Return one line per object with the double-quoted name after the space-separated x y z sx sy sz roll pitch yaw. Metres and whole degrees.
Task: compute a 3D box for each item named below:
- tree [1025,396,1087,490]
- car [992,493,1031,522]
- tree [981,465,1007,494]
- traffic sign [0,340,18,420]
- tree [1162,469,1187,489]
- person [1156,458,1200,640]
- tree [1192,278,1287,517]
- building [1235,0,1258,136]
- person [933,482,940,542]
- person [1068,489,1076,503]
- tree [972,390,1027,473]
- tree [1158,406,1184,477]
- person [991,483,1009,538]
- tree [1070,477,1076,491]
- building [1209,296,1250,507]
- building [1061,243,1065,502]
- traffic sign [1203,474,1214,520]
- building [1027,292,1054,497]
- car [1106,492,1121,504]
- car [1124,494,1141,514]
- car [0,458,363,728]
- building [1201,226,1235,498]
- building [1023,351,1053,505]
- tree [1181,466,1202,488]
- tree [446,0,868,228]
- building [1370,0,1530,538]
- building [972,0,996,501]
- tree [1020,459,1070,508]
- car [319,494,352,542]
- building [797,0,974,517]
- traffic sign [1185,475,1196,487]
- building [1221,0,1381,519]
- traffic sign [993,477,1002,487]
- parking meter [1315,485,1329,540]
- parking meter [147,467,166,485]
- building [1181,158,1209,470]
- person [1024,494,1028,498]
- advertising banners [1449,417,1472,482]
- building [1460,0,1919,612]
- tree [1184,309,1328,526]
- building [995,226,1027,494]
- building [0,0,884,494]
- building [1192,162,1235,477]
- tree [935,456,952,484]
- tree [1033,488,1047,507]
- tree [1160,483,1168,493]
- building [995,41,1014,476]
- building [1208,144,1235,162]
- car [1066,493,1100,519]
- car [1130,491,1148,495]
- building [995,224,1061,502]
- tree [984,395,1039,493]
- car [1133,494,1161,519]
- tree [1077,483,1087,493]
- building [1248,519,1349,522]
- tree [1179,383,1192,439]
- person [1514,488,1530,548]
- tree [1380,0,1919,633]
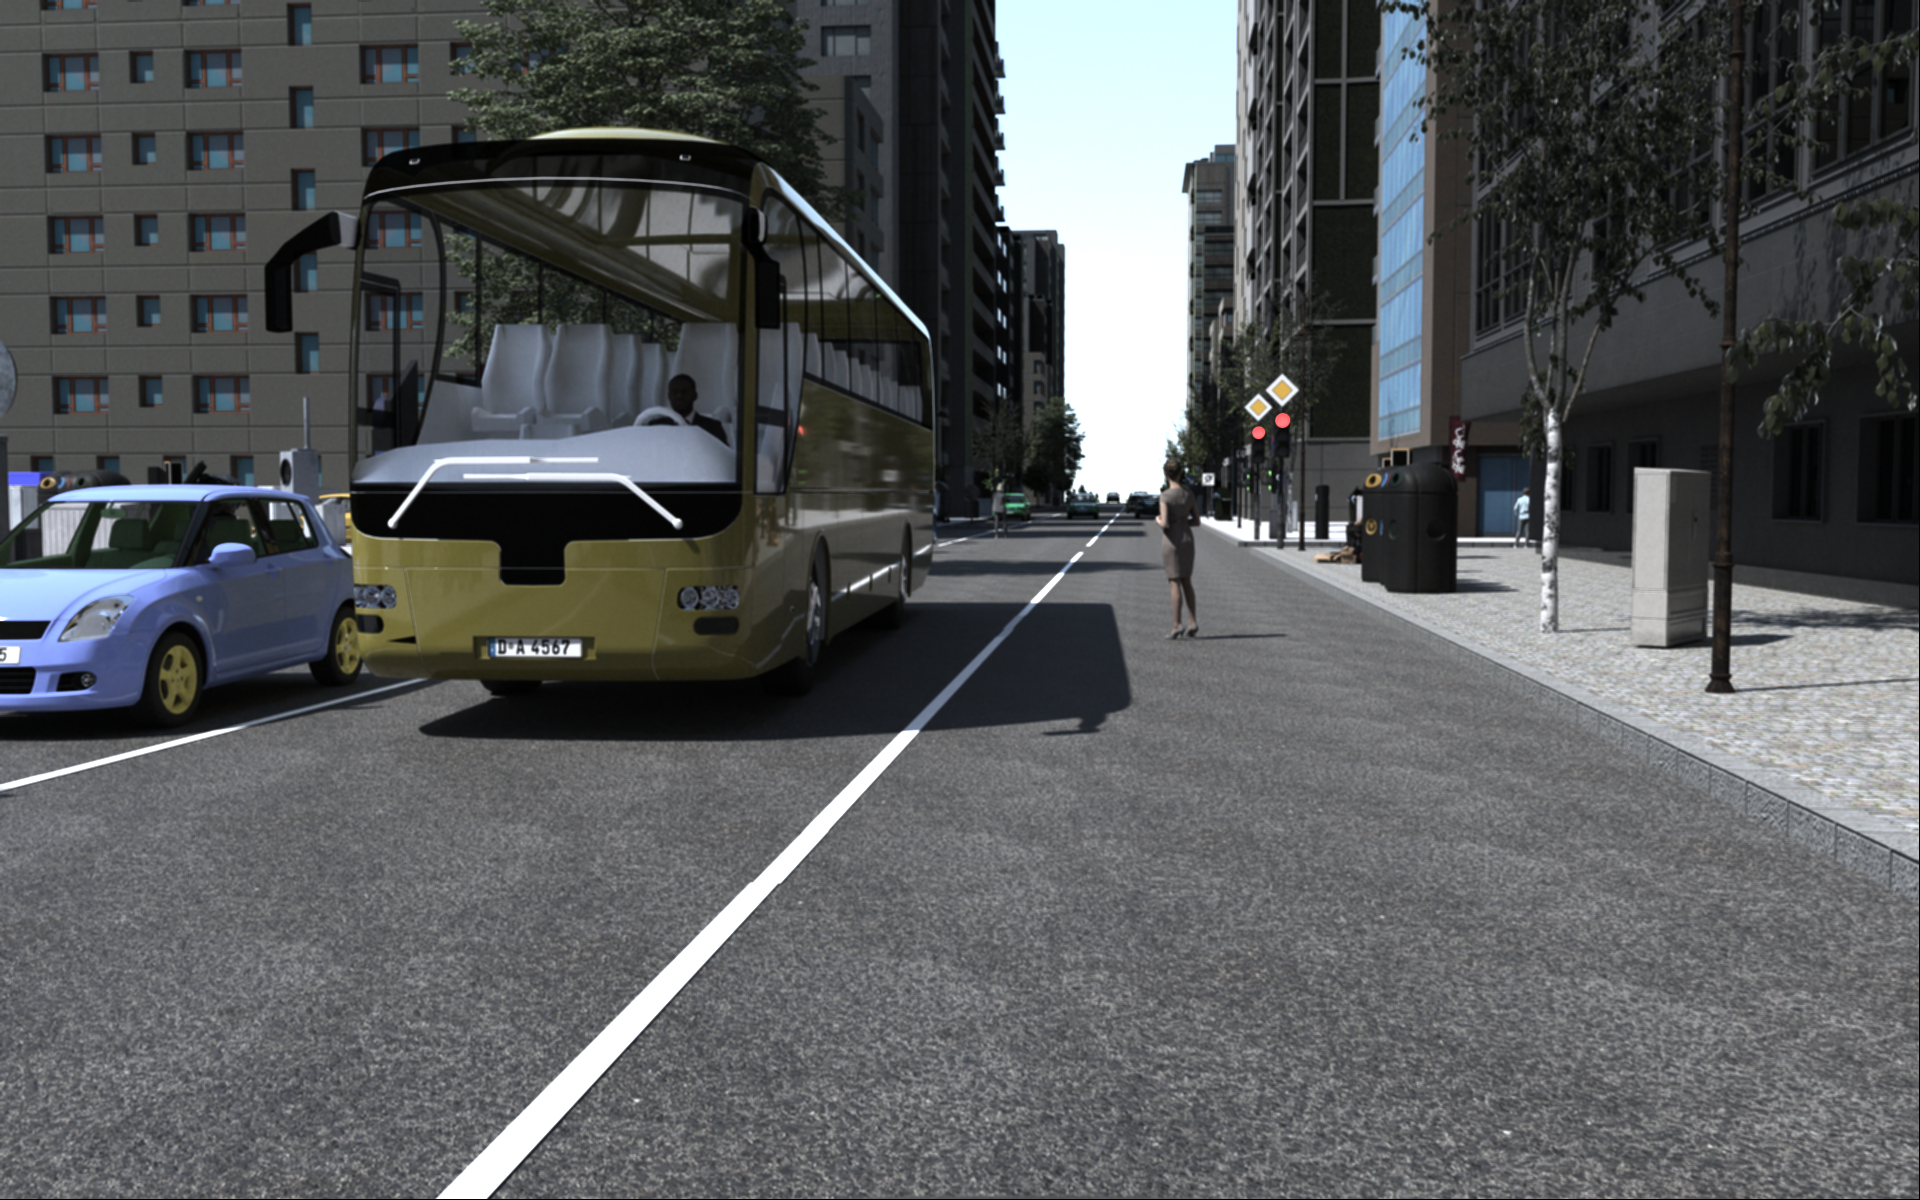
11.411 -17.269 200.477 7.486 12.596 7.792 0 3 0 "tree"
2.734 -5.054 91.430 1.959 1.807 4.718 0 4 7 "car"
2.480 -7.389 115.416 1.663 3.219 1.824 0 3 0 "tree"
-7.651 -0.816 13.451 0.768 2.556 0.104 1 4 13 "traffic sign"
23.679 -12.591 189.581 4.285 4.588 4.351 0 3 0 "tree"
2.136 -0.505 17.090 0.599 1.781 0.374 -2 4 -35 "person"
10.715 -6.526 57.058 4.360 8.622 3.978 0 3 0 "tree"
35.784 -33.421 135.677 28.713 52.752 27.495 0 4 6 "building"
-0.775 -2.606 51.369 0.793 1.790 0.793 -1 4 -12 "person"
7.436 -6.387 113.276 0.623 1.781 0.721 -1 4 -23 "person"
2.585 -10.468 121.514 4.360 8.622 3.978 0 3 0 "tree"
17.783 -10.976 129.828 4.737 8.622 4.395 0 3 0 "tree"
1.283 -2.904 56.162 0.537 1.800 0.526 2 4 26 "person"
13.162 -14.526 221.214 4.285 4.588 4.351 0 3 0 "tree"
38.222 -19.549 164.672 27.650 21.520 28.899 0 4 6 "building"
9.392 -36.201 275.472 14.154 41.232 14.086 0 4 6 "building"
12.304 -5.118 85.810 0.606 2.300 0.079 1 4 12 "traffic sign"
6.025 -29.085 247.243 14.160 30.474 14.107 0 4 6 "building"
23.385 -15.649 264.528 2.281 1.827 5.304 0 4 5 "car"
13.137 -7.228 127.963 2.009 1.686 4.222 0 4 6 "car"
-5.518 -0.134 11.775 1.945 1.707 3.694 0 4 5 "car"
33.183 -25.440 187.652 14.160 30.474 14.107 0 4 6 "building"
-2.339 -23.336 226.575 27.650 21.520 28.899 0 4 6 "building"
16.093 -7.680 120.168 1.663 3.219 1.824 0 3 0 "tree"
-5.396 -6.916 31.198 7.486 12.596 7.792 0 3 0 "tree"
21.469 -24.786 55.355 14.200 45.320 14.600 0 4 6 "building"
-8.679 -31.368 136.566 21.300 48.544 21.600 0 4 6 "building"
7.228 -10.887 161.709 4.285 4.588 4.351 0 3 0 "tree"
-16.782 -2.199 46.184 3.980 1.641 2.015 0 4 4 "car"
-6.883 -25.192 95.492 14.154 41.232 14.086 0 4 6 "building"
15.413 -7.081 115.879 0.768 2.556 0.104 0 4 7 "traffic sign"
27.785 -41.095 110.152 20.563 71.187 20.611 0 4 6 "building"
2.289 -6.343 105.838 0.606 2.300 0.079 0 4 8 "traffic sign"
10.202 -2.469 48.772 0.372 1.533 0.369 0 3 0 "parking meter"
-17.322 -1.937 37.385 0.255 1.863 0.399 0 4 -5 "parking meter"
48.557 -41.367 265.595 28.713 52.752 27.495 0 4 6 "building"
7.399 -11.991 204.186 1.348 1.869 0.705 -1 4 -19 "person"
10.448 -2.610 38.861 2.074 3.025 0.090 0 4 0 "advertising banners"
16.424 -14.094 23.939 14.314 27.812 24.014 0 4 6 "building"
12.279 -7.287 69.504 4.737 8.622 4.395 0 3 0 "tree"
-0.618 -25.313 185.574 14.160 30.474 14.107 0 4 6 "building"
-18.770 -13.619 67.717 27.650 21.520 28.899 0 4 6 "building"
36.041 -32.522 215.323 14.154 41.232 14.086 0 4 6 "building"
-1.374 -5.653 87.023 1.663 3.219 1.824 0 3 0 "tree"
8.439 -11.269 178.850 1.663 3.219 1.824 0 3 0 "tree"
25.519 -13.145 209.516 1.663 3.219 1.824 0 3 0 "tree"
-7.345 -33.256 163.338 23.786 49.044 30.456 0 4 6 "building"
43.700 -37.768 237.110 23.786 49.044 30.456 0 4 6 "building"
7.052 -5.534 99.275 1.959 1.807 4.718 0 4 5 "car"
19.996 -11.198 191.752 2.281 1.827 5.304 0 4 5 "car"
7.399 -35.320 261.072 14.154 41.232 14.086 0 4 6 "building"
3.785 -10.952 129.432 4.737 8.622 4.395 0 3 0 "tree"
11.323 -5.567 102.810 2.131 1.459 4.920 0 4 7 "car"
19.891 -17.500 280.730 1.663 3.219 1.824 0 3 0 "tree"
24.300 -39.339 81.442 20.563 71.187 20.611 0 4 6 "building"
14.633 -9.082 98.845 4.360 8.622 3.978 0 3 0 "tree"
14.722 -2.127 45.084 0.589 1.601 0.330 3 4 38 "person"
5.712 -4.007 15.869 4.360 8.622 3.978 0 3 0 "tree"
